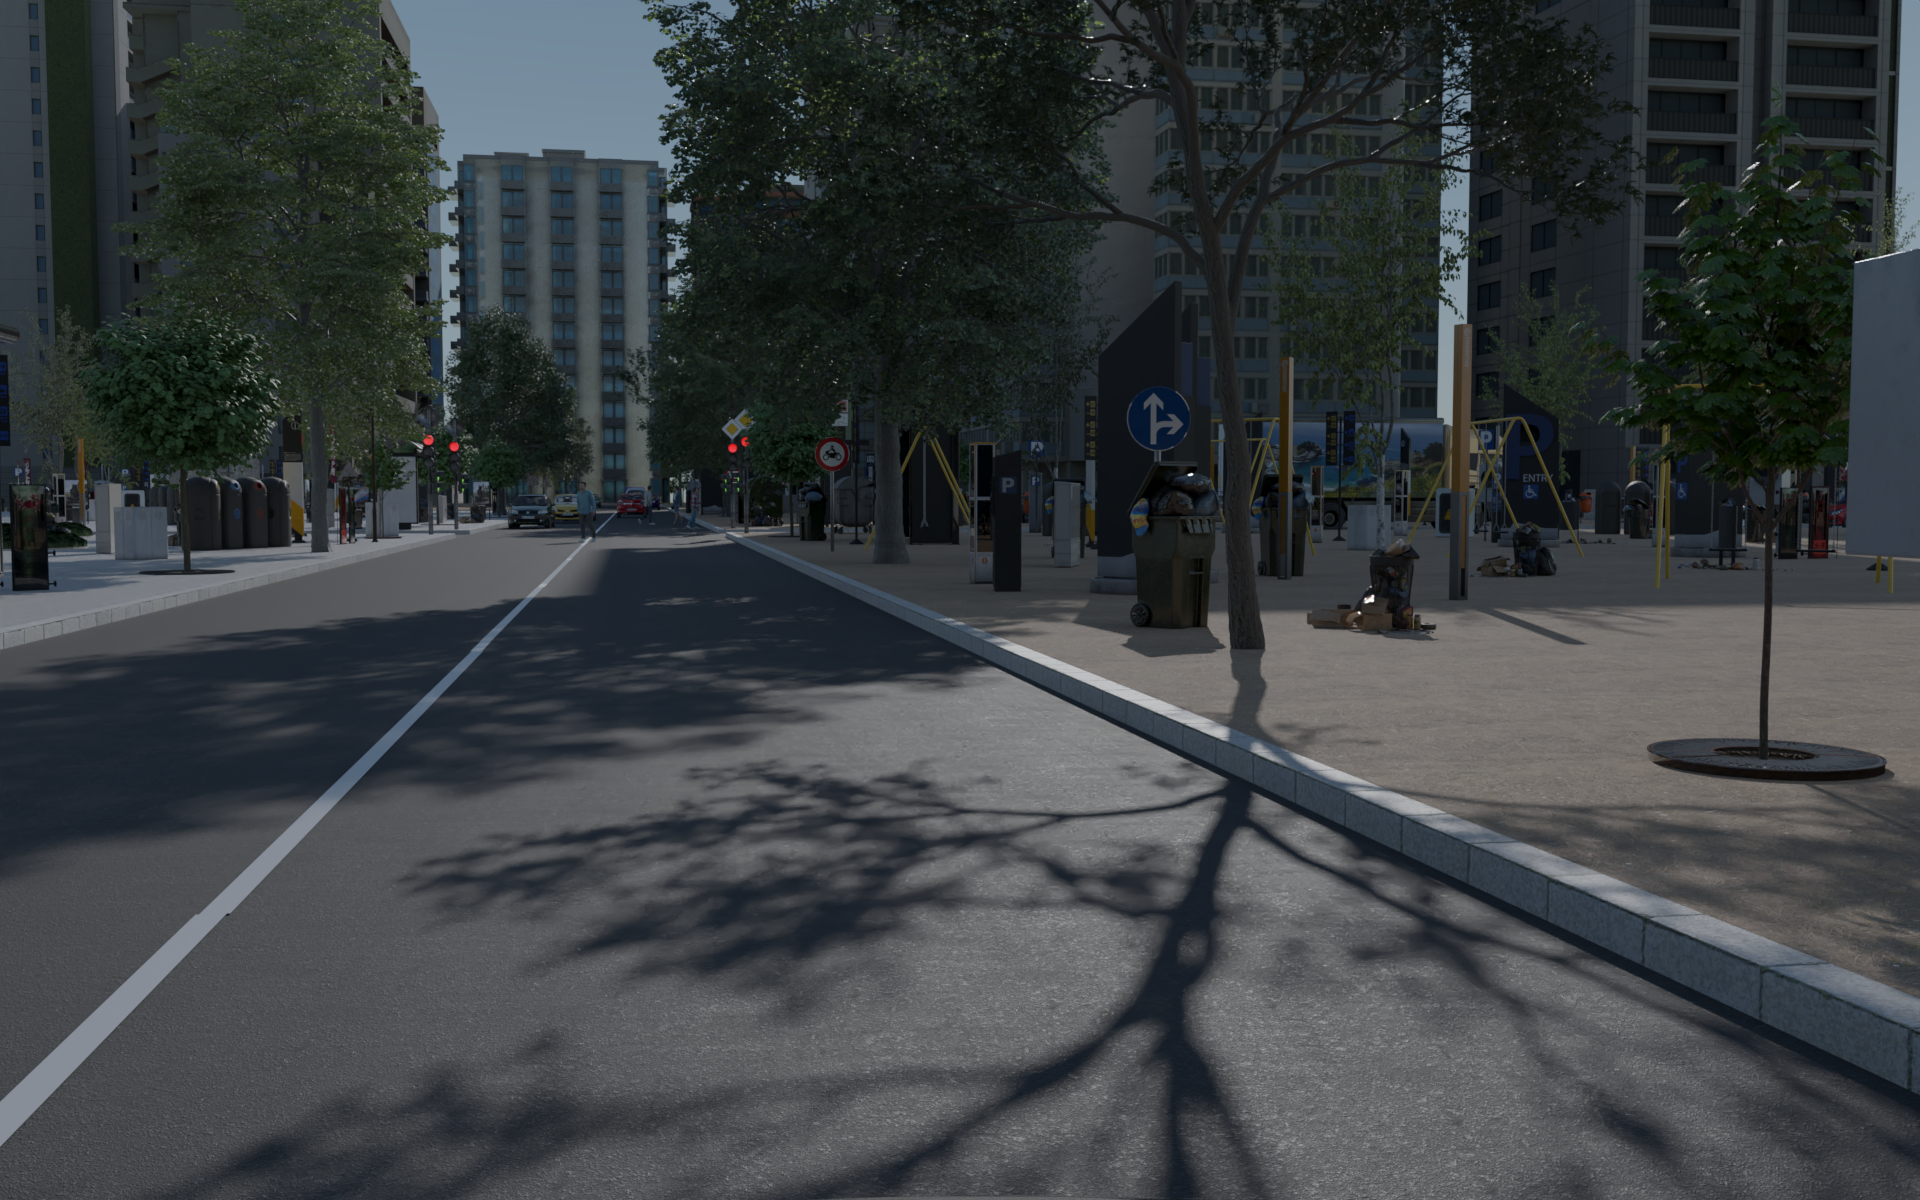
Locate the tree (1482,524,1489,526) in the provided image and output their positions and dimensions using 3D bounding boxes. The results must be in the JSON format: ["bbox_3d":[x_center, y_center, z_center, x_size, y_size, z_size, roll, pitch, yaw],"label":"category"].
[{"bbox_3d":[21.176,-4.657,70.737,1.663,3.219,1.824,0,3,0],"label":"tree"}]

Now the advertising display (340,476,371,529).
[{"bbox_3d":[-22.073,-3.556,63.358,0.974,1.923,0.123,0,4,-3],"label":"advertising display"}]

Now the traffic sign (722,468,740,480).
[{"bbox_3d":[-8.801,-4.108,67.175,0.884,2.594,0.081,0,4,-3],"label":"traffic sign"}]

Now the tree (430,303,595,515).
[{"bbox_3d":[-27.540,-11.439,104.043,9.611,12.733,9.660,0,3,0],"label":"tree"}]

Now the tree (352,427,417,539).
[{"bbox_3d":[-16.599,-3.374,49.764,1.663,3.219,1.824,0,3,0],"label":"tree"}]

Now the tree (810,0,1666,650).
[{"bbox_3d":[2.197,-4.891,14.382,8.767,10.594,7.601,-3,4,-38],"label":"tree"}]

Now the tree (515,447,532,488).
[{"bbox_3d":[-24.865,-6.722,93.626,4.285,4.588,4.351,0,3,0],"label":"tree"}]

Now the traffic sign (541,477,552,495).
[{"bbox_3d":[-31.610,-8.094,132.334,0.884,2.594,0.081,0,4,-5],"label":"traffic sign"}]

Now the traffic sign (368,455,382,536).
[{"bbox_3d":[-17.049,-3.106,50.892,0.768,2.556,0.104,0,4,-6],"label":"traffic sign"}]

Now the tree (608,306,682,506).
[{"bbox_3d":[-29.524,-19.629,176.817,12.611,20.169,13.585,0,3,0],"label":"tree"}]

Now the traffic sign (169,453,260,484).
[{"bbox_3d":[-19.025,-3.078,44.195,2.265,3.308,0.079,0,4,-3],"label":"traffic sign"}]

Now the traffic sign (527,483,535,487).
[{"bbox_3d":[-33.290,-8.233,134.719,0.768,2.556,0.104,0,4,-2],"label":"traffic sign"}]

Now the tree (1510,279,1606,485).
[{"bbox_3d":[19.911,-6.624,58.666,4.737,8.622,4.395,0,3,0],"label":"tree"}]

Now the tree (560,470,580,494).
[{"bbox_3d":[-45.755,-15.422,202.504,4.360,8.622,3.978,0,3,0],"label":"tree"}]

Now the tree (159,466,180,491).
[{"bbox_3d":[-22.040,-3.382,49.901,1.663,3.219,1.824,0,3,0],"label":"tree"}]

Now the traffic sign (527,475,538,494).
[{"bbox_3d":[-28.819,-7.139,116.825,0.768,2.556,0.104,0,4,-5],"label":"traffic sign"}]

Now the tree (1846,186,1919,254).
[{"bbox_3d":[22.694,-5.560,41.275,4.360,8.622,3.978,0,3,0],"label":"tree"}]

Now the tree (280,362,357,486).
[{"bbox_3d":[-36.335,-9.003,97.556,4.737,8.622,4.395,0,3,0],"label":"tree"}]

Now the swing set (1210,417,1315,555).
[{"bbox_3d":[5.536,-2.361,36.220,2.862,2.851,3.119,-3,5,-44],"label":"swing set"}]

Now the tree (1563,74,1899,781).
[{"bbox_3d":[3.688,-0.828,8.147,1.663,3.219,1.824,0,3,0],"label":"tree"}]

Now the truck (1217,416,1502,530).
[{"bbox_3d":[15.302,-4.613,64.332,11.283,4.237,2.839,-1,4,-11],"label":"truck"}]

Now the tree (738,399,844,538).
[{"bbox_3d":[-4.985,-4.162,51.767,4.285,4.588,4.351,0,3,0],"label":"tree"}]

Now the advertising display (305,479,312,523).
[{"bbox_3d":[-28.871,-4.376,76.766,0.123,1.923,0.974,-2,4,-32],"label":"advertising display"}]

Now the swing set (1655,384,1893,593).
[{"bbox_3d":[11.280,-1.632,24.306,3.119,2.851,2.862,2,4,25],"label":"swing set"}]

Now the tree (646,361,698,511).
[{"bbox_3d":[-19.355,-12.874,128.619,7.486,12.596,7.792,0,3,0],"label":"tree"}]

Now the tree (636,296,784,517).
[{"bbox_3d":[-13.155,-10.977,96.484,9.611,12.733,9.660,0,3,0],"label":"tree"}]

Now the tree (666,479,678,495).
[{"bbox_3d":[-33.541,-12.730,202.734,1.663,3.219,1.824,0,3,0],"label":"tree"}]

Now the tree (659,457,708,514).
[{"bbox_3d":[-16.800,-9.879,111.880,4.737,8.622,4.395,0,3,0],"label":"tree"}]

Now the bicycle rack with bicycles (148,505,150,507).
[{"bbox_3d":[-57.408,-6.773,124.128,2.852,0.926,2.925,-3,5,-43],"label":"bicycle rack with bicycles"}]

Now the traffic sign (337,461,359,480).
[{"bbox_3d":[-23.840,-4.133,67.581,0.884,2.594,0.081,-1,4,-10],"label":"traffic sign"}]

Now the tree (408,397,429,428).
[{"bbox_3d":[-41.507,-11.003,130.264,4.360,8.622,3.978,0,3,0],"label":"tree"}]

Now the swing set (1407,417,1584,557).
[{"bbox_3d":[11.174,-2.383,36.587,2.862,2.851,3.119,0,4,-4],"label":"swing set"}]

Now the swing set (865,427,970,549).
[{"bbox_3d":[-0.856,-2.690,41.598,2.862,2.851,3.119,0,4,-3],"label":"swing set"}]

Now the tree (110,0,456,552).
[{"bbox_3d":[-14.385,-7.309,37.624,7.486,12.596,7.792,0,3,0],"label":"tree"}]

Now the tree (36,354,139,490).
[{"bbox_3d":[-46.669,-8.671,92.135,4.737,8.622,4.395,0,3,0],"label":"tree"}]

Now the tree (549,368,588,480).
[{"bbox_3d":[-36.542,-14.313,152.146,7.486,12.596,7.792,0,3,0],"label":"tree"}]

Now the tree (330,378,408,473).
[{"bbox_3d":[-37.337,-9.577,106.939,4.360,8.622,3.978,0,3,0],"label":"tree"}]

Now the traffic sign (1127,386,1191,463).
[{"bbox_3d":[2.335,-1.247,20.499,0.768,2.556,0.104,0,4,-7],"label":"traffic sign"}]

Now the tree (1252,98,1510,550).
[{"bbox_3d":[7.514,-4.978,31.755,4.737,8.622,4.395,0,3,0],"label":"tree"}]

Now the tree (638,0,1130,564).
[{"bbox_3d":[-1.268,-7.637,31.524,9.857,13.997,8.962,0,3,0],"label":"tree"}]

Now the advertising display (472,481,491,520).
[{"bbox_3d":[-23.907,-4.978,86.596,0.974,1.923,0.123,1,4,17],"label":"advertising display"}]

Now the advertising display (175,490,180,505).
[{"bbox_3d":[-24.196,-2.989,54.078,0.123,1.923,0.974,0,4,3],"label":"advertising display"}]

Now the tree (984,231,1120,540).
[{"bbox_3d":[2.454,-5.996,48.403,4.360,8.622,3.978,0,3,0],"label":"tree"}]

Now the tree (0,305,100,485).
[{"bbox_3d":[-34.937,-7.104,66.513,4.360,8.622,3.978,0,3,0],"label":"tree"}]

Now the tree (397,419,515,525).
[{"bbox_3d":[-21.527,-5.373,71.564,4.285,4.588,4.351,0,3,0],"label":"tree"}]

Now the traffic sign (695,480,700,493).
[{"bbox_3d":[-17.976,-7.182,119.554,0.606,2.300,0.079,0,4,-6],"label":"traffic sign"}]

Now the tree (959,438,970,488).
[{"bbox_3d":[-0.895,-6.874,96.099,4.285,4.588,4.351,0,3,0],"label":"tree"}]

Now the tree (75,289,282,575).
[{"bbox_3d":[-12.563,-2.713,28.072,4.285,4.588,4.351,0,3,0],"label":"tree"}]

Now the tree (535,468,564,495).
[{"bbox_3d":[-34.439,-11.824,143.678,4.737,8.622,4.395,0,3,0],"label":"tree"}]

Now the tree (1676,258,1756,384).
[{"bbox_3d":[22.430,-6.088,49.909,4.737,8.622,4.395,0,3,0],"label":"tree"}]

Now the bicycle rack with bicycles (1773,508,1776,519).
[{"bbox_3d":[40.774,-4.329,84.166,2.925,0.926,2.852,-2,4,-23],"label":"bicycle rack with bicycles"}]

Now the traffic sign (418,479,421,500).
[{"bbox_3d":[-26.889,-5.246,85.870,0.768,2.556,0.104,0,4,-2],"label":"traffic sign"}]

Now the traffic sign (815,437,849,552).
[{"bbox_3d":[-2.849,-2.356,38.628,0.768,2.556,0.104,0,4,-7],"label":"traffic sign"}]

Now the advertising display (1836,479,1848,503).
[{"bbox_3d":[37.076,-4.135,72.821,0.123,1.923,0.974,0,4,6],"label":"advertising display"}]

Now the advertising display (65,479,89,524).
[{"bbox_3d":[-38.105,-4.250,74.705,0.974,1.923,0.123,-1,4,-15],"label":"advertising display"}]
